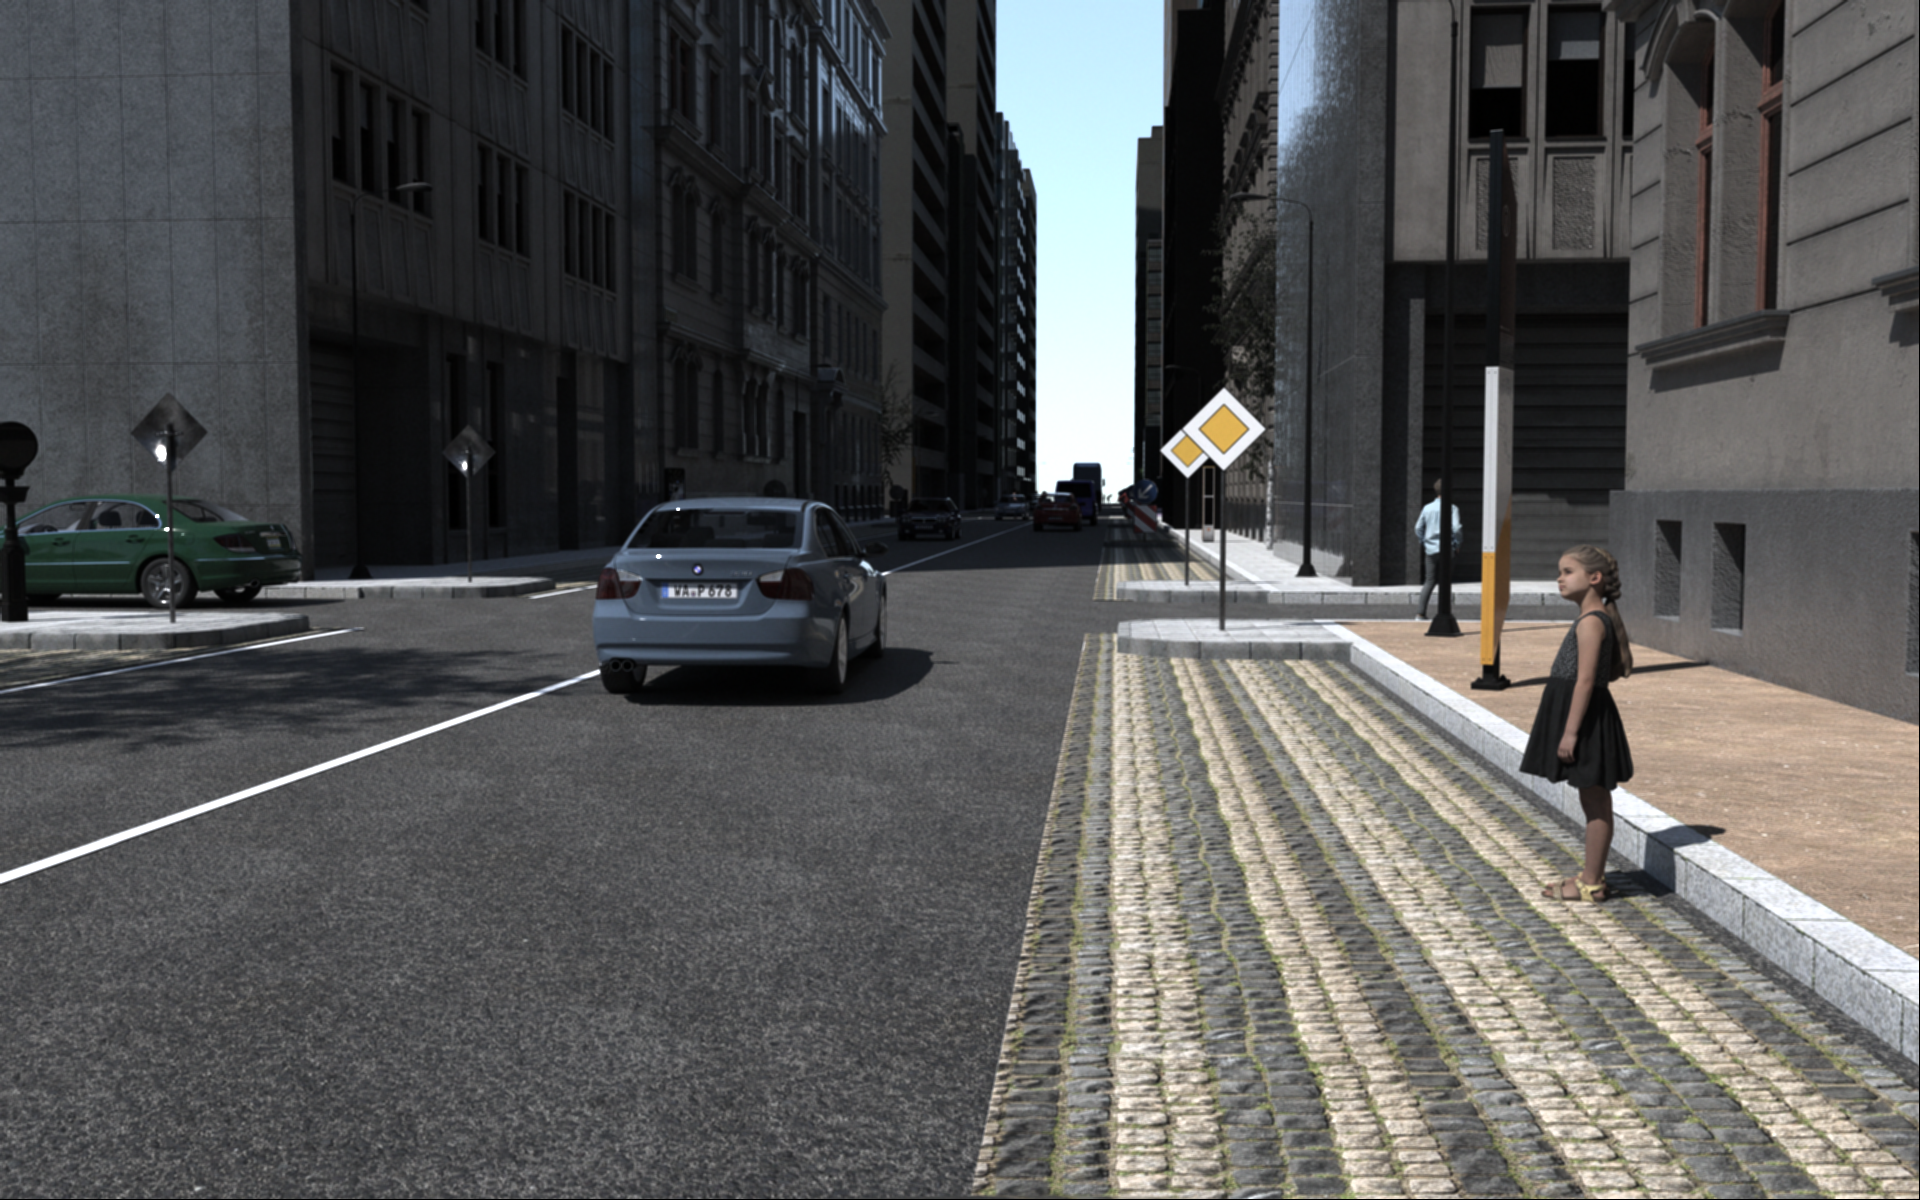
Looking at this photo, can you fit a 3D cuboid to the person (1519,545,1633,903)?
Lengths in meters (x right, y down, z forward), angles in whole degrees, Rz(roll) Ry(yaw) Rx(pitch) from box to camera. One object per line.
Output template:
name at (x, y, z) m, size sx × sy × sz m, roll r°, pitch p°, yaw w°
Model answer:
person at (2.171, 0.433, 6.090) m, size 0.373 × 1.253 × 0.362 m, roll 2°, pitch 4°, yaw 25°

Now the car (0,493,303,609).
car at (-11.121, -0.657, 22.542) m, size 4.920 × 1.459 × 2.131 m, roll 0°, pitch 4°, yaw 7°

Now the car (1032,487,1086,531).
car at (3.857, -3.609, 68.053) m, size 2.155 × 1.783 × 4.494 m, roll 0°, pitch 4°, yaw 6°

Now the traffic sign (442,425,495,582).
traffic sign at (-7.126, -1.315, 25.138) m, size 0.795 × 2.450 × 0.064 m, roll 0°, pitch 4°, yaw 5°

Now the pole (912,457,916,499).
pole at (-2.533, -6.198, 95.186) m, size 0.158 × 3.312 × 0.155 m, roll 0°, pitch 3°, yaw 0°

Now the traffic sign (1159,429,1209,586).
traffic sign at (3.175, -1.257, 24.202) m, size 0.795 × 2.450 × 0.064 m, roll 0°, pitch 4°, yaw 5°

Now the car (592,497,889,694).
car at (-1.620, -0.106, 13.737) m, size 2.014 × 1.417 × 4.499 m, roll 0°, pitch 4°, yaw 3°

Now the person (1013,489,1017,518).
person at (3.301, -5.658, 101.716) m, size 0.721 × 1.736 × 1.217 m, roll 0°, pitch 4°, yaw 1°

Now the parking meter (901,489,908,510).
parking meter at (-2.923, -5.052, 91.011) m, size 0.372 × 1.533 × 0.369 m, roll 0°, pitch 3°, yaw 0°

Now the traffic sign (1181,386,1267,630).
traffic sign at (2.466, -0.771, 16.248) m, size 0.795 × 2.450 × 0.064 m, roll 0°, pitch 4°, yaw 5°

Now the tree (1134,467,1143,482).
tree at (19.874, -12.116, 181.811) m, size 4.285 × 4.588 × 4.351 m, roll 0°, pitch 3°, yaw 0°

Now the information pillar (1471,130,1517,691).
information pillar at (3.559, -1.228, 11.440) m, size 0.183 × 3.616 × 0.504 m, roll 2°, pitch 4°, yaw 29°

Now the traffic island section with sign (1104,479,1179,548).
traffic island section with sign at (4.901, -2.346, 46.987) m, size 1.989 × 1.847 × 2.006 m, roll 0°, pitch 4°, yaw 5°

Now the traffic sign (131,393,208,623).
traffic sign at (-7.836, -0.828, 17.184) m, size 0.795 × 2.450 × 0.064 m, roll 0°, pitch 4°, yaw 5°

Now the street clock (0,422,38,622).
street clock at (-9.532, -0.785, 17.401) m, size 0.358 × 2.002 × 0.471 m, roll 3°, pitch 5°, yaw 39°

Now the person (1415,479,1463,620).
person at (5.270, -0.530, 18.972) m, size 0.330 × 1.601 × 0.589 m, roll -2°, pitch 4°, yaw -34°

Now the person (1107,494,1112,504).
person at (21.850, -14.742, 252.720) m, size 0.799 × 1.438 × 0.628 m, roll -1°, pitch 4°, yaw -11°

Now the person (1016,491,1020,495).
person at (5.195, -8.861, 154.063) m, size 1.217 × 1.739 × 0.721 m, roll -2°, pitch 4°, yaw -29°

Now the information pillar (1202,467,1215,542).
information pillar at (6.636, -2.556, 46.279) m, size 0.304 × 2.012 × 0.304 m, roll 0°, pitch 4°, yaw 3°

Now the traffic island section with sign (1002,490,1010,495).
traffic island section with sign at (4.096, -8.732, 151.400) m, size 1.989 × 1.847 × 2.006 m, roll 0°, pitch 4°, yaw 5°

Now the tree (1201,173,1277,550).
tree at (7.303, -5.459, 39.610) m, size 4.360 × 8.622 × 3.978 m, roll 0°, pitch 3°, yaw 0°

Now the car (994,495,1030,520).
car at (2.891, -5.106, 95.481) m, size 2.014 × 1.417 × 4.499 m, roll 0°, pitch 4°, yaw 5°

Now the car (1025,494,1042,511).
car at (5.734, -7.525, 132.815) m, size 2.009 × 1.686 × 4.222 m, roll 0°, pitch 4°, yaw 4°

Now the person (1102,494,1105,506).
person at (17.933, -12.536, 216.681) m, size 0.599 × 1.433 × 0.991 m, roll -1°, pitch 4°, yaw -18°

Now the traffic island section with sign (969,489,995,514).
traffic island section with sign at (1.708, -7.090, 124.550) m, size 1.989 × 1.847 × 2.006 m, roll 0°, pitch 4°, yaw 5°

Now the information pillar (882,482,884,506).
information pillar at (-4.368, -5.609, 96.200) m, size 0.304 × 2.012 × 0.304 m, roll -1°, pitch 4°, yaw -12°

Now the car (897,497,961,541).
car at (-0.943, -2.568, 54.570) m, size 1.945 × 1.354 × 3.894 m, roll 0°, pitch 4°, yaw 5°

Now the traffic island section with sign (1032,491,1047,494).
traffic island section with sign at (9.027, -12.111, 206.635) m, size 1.989 × 1.847 × 2.006 m, roll 0°, pitch 4°, yaw 5°

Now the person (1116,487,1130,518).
person at (10.046, -5.841, 103.936) m, size 1.348 × 1.831 × 0.705 m, roll 0°, pitch 4°, yaw -4°

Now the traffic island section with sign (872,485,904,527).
traffic island section with sign at (-2.722, -4.051, 74.866) m, size 1.989 × 1.847 × 2.006 m, roll 0°, pitch 4°, yaw 5°

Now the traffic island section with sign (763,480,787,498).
traffic island section with sign at (-5.139, -2.393, 47.756) m, size 1.989 × 1.847 × 2.006 m, roll 0°, pitch 4°, yaw 5°

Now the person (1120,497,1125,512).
person at (12.524, -7.579, 132.373) m, size 0.705 × 1.831 × 1.348 m, roll 0°, pitch 4°, yaw -8°

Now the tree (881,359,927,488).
tree at (-4.108, -8.714, 92.842) m, size 4.360 × 8.622 × 3.978 m, roll 0°, pitch 3°, yaw 0°

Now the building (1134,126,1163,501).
building at (33.398, -36.689, 223.571) m, size 21.300 × 48.544 × 21.600 m, roll 0°, pitch 4°, yaw 5°

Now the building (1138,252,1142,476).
building at (28.314, -26.603, 206.660) m, size 14.160 × 30.474 × 14.107 m, roll 0°, pitch 4°, yaw 5°
